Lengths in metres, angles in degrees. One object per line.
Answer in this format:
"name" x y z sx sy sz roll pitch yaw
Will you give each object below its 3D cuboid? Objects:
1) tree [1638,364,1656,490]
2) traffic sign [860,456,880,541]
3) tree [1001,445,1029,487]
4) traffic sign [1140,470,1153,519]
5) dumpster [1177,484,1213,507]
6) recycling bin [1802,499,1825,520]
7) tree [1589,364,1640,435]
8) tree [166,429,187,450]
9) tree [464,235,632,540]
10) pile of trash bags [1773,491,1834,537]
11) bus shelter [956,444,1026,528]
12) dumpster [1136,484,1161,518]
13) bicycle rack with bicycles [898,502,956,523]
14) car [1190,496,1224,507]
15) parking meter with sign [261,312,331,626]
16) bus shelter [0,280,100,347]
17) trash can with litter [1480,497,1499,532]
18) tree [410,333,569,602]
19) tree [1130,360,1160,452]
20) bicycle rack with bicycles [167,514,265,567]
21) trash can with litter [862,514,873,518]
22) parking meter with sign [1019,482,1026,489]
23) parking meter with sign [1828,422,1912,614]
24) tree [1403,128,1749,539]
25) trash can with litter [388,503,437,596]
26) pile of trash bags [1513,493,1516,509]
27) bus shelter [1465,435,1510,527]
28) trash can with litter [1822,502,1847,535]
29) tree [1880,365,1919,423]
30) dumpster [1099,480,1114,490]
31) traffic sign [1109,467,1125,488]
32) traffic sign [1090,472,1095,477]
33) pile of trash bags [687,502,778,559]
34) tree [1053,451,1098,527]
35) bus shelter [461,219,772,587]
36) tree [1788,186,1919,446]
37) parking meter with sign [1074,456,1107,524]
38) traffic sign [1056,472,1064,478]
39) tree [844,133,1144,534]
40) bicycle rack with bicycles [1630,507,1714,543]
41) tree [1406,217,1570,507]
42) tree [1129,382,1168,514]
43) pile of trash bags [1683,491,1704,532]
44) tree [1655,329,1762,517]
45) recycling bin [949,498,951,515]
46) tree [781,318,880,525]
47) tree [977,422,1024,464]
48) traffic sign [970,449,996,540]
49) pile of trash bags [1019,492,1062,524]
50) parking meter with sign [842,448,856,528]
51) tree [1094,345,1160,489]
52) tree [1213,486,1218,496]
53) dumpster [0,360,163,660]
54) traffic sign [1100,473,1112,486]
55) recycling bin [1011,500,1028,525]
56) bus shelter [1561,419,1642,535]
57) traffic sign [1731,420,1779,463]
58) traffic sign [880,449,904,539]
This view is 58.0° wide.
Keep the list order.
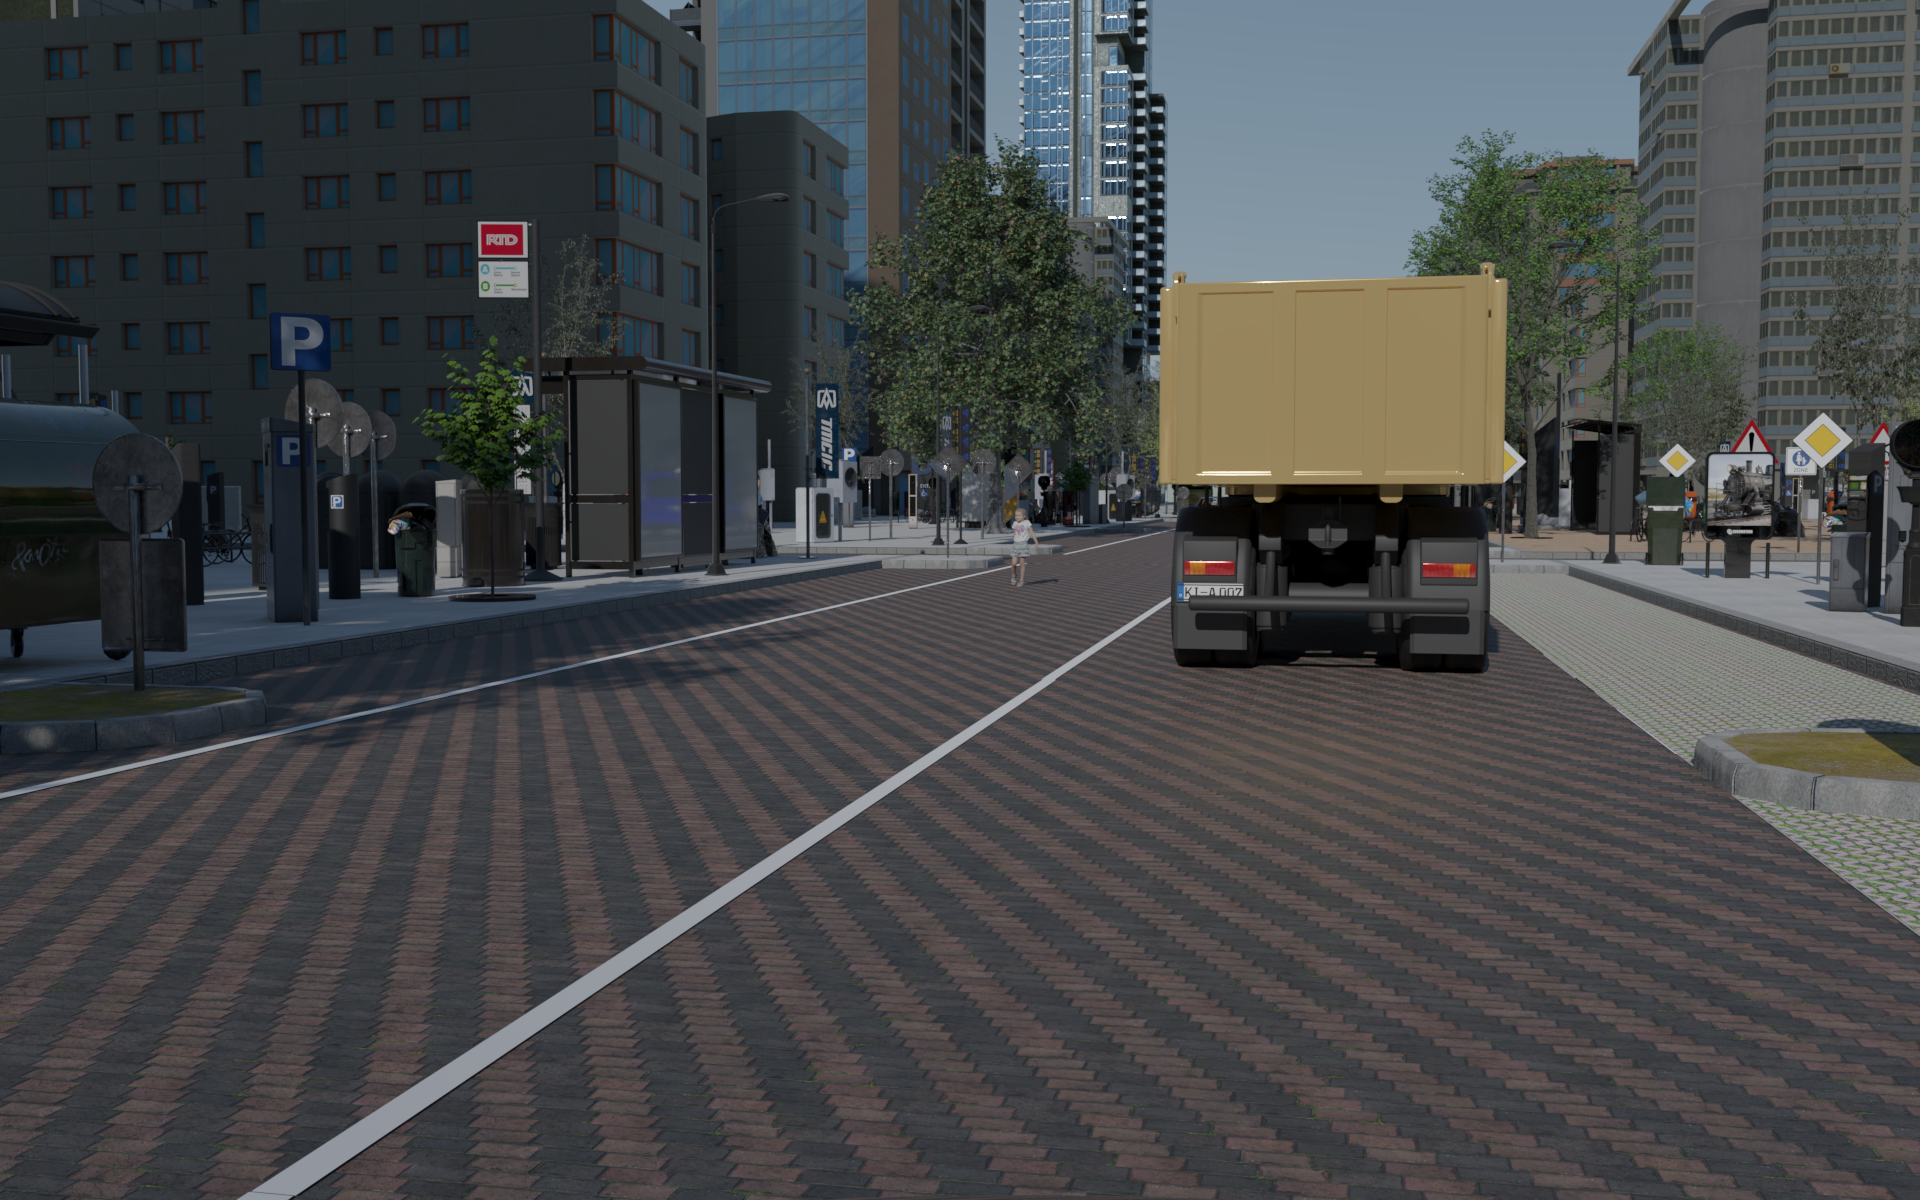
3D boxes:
"tree" 37.630 -8.502 89.371 4.360 8.622 3.978 0 3 0
"traffic sign" -2.440 -2.740 46.921 0.606 2.300 0.079 1 4 21
"tree" 2.341 -7.089 99.622 4.285 4.588 4.351 0 3 0
"traffic sign" 9.719 -5.546 90.775 0.768 2.556 0.104 1 4 21
"dumpster" 12.944 -5.530 95.365 1.985 2.255 1.502 1 4 10
"recycling bin" 41.989 -4.455 85.397 0.722 1.027 0.722 0 4 -2
"tree" 37.403 -8.965 96.933 4.360 8.622 3.978 0 3 0
"tree" -23.075 -3.446 50.948 1.663 3.219 1.824 0 3 0
"tree" -11.354 -6.011 48.647 4.360 8.622 3.978 0 3 0
"pile of trash bags" 24.972 -2.605 52.349 3.447 1.369 1.912 1 4 10
"bus shelter" 1.105 -4.516 67.764 2.014 3.302 5.546 1 4 12
"dumpster" 10.140 -5.356 93.337 1.264 1.857 1.865 1 4 12
"bicycle rack with bicycles" -1.324 -3.946 77.900 2.925 0.926 2.852 -3 5 -40
"car" 10.411 -3.565 70.861 1.945 1.354 3.894 1 4 10
"parking meter with sign" -6.772 -1.302 17.544 0.543 3.016 1.738 -2 4 -29
"bus shelter" -9.730 -1.229 14.017 2.014 3.302 5.546 1 4 12
"trash can with litter" 17.818 -2.911 58.987 0.624 1.170 1.055 -2 4 -34
"tree" -5.543 -1.612 20.952 1.663 3.219 1.824 0 3 0
"tree" 17.754 -13.410 129.619 12.009 13.543 11.850 0 3 0
"bicycle rack with bicycles" -13.514 -1.075 30.957 2.852 0.926 2.925 2 4 35
"trash can with litter" -5.581 -5.126 94.873 1.678 1.210 2.233 0 4 -1
"parking meter with sign" 4.023 -7.140 112.996 0.543 3.016 1.738 0 4 -5
"parking meter with sign" 10.275 -1.357 18.453 1.738 3.016 0.543 2 4 33
"tree" 16.361 -7.579 49.677 9.928 11.665 9.643 0 3 0
"trash can with litter" -6.972 -0.645 21.925 0.624 1.170 1.055 -2 4 -25
"pile of trash bags" 27.629 -4.951 90.707 3.447 1.369 1.912 -1 4 -22
"bus shelter" 20.314 -4.664 67.543 1.731 3.624 6.357 1 4 12
"trash can with litter" 12.957 -0.842 25.149 0.624 1.170 1.055 3 5 42
"tree" 53.138 -8.910 96.043 4.737 8.622 4.395 0 3 0
"dumpster" 8.833 -6.422 107.492 1.502 2.255 1.985 1 4 12
"traffic sign" 7.361 -4.961 81.223 0.768 2.556 0.104 1 4 15
"traffic sign" 7.394 -6.079 99.503 0.768 2.556 0.104 1 4 17
"pile of trash bags" -5.392 -1.577 35.530 3.447 1.369 1.912 1 4 21
"tree" 4.574 -4.461 67.531 1.663 3.219 1.824 0 3 0
"bus shelter" -5.455 -3.074 27.899 2.179 5.291 8.768 1 4 12
"tree" 21.835 -5.568 41.406 4.360 8.622 3.978 0 3 0
"parking meter with sign" 5.596 -4.740 73.768 0.543 3.016 1.738 3 5 41
"traffic sign" 4.571 -4.637 76.994 0.795 2.450 0.064 1 4 14
"tree" 1.094 -8.477 55.599 9.611 12.733 9.660 0 3 0
"bicycle rack with bicycles" 19.147 -2.030 46.567 2.925 0.926 2.852 -2 4 -33
"tree" 23.092 -10.621 80.305 9.857 13.997 8.962 0 3 0
"tree" 12.968 -9.801 110.614 4.737 8.622 4.395 0 3 0
"pile of trash bags" 25.350 -3.096 60.377 1.912 1.369 3.447 1 4 17
"tree" 33.908 -7.784 77.631 4.360 8.622 3.978 0 3 0
"recycling bin" -0.450 -5.843 108.085 0.722 1.027 0.722 0 4 4
"tree" -5.088 -7.419 71.661 4.360 8.622 3.978 0 3 0
"tree" 1.232 -8.476 88.939 4.360 8.622 3.978 0 3 0
"traffic sign" 0.633 -2.970 48.660 0.768 2.556 0.104 1 4 14
"pile of trash bags" 3.201 -3.961 74.507 1.912 1.369 3.447 2 4 24
"parking meter with sign" -4.255 -4.278 66.213 0.543 3.016 1.738 0 4 -5
"tree" 8.003 -8.227 84.880 4.360 8.622 3.978 0 3 0
"tree" 23.778 -14.716 157.618 9.611 12.733 9.660 0 3 0
"dumpster" -7.069 -0.620 12.628 1.502 2.255 1.985 1 4 12
"traffic sign" 8.811 -6.380 104.420 0.768 2.556 0.104 1 4 14
"recycling bin" 2.379 -3.655 72.313 0.722 1.027 0.722 -2 4 -29
"bus shelter" 21.071 -4.024 57.067 1.731 3.624 6.357 1 4 12
"traffic sign" 13.852 -1.858 30.374 0.884 2.594 0.081 1 4 18
"traffic sign" -1.954 -2.985 48.907 0.768 2.556 0.104 1 4 19
